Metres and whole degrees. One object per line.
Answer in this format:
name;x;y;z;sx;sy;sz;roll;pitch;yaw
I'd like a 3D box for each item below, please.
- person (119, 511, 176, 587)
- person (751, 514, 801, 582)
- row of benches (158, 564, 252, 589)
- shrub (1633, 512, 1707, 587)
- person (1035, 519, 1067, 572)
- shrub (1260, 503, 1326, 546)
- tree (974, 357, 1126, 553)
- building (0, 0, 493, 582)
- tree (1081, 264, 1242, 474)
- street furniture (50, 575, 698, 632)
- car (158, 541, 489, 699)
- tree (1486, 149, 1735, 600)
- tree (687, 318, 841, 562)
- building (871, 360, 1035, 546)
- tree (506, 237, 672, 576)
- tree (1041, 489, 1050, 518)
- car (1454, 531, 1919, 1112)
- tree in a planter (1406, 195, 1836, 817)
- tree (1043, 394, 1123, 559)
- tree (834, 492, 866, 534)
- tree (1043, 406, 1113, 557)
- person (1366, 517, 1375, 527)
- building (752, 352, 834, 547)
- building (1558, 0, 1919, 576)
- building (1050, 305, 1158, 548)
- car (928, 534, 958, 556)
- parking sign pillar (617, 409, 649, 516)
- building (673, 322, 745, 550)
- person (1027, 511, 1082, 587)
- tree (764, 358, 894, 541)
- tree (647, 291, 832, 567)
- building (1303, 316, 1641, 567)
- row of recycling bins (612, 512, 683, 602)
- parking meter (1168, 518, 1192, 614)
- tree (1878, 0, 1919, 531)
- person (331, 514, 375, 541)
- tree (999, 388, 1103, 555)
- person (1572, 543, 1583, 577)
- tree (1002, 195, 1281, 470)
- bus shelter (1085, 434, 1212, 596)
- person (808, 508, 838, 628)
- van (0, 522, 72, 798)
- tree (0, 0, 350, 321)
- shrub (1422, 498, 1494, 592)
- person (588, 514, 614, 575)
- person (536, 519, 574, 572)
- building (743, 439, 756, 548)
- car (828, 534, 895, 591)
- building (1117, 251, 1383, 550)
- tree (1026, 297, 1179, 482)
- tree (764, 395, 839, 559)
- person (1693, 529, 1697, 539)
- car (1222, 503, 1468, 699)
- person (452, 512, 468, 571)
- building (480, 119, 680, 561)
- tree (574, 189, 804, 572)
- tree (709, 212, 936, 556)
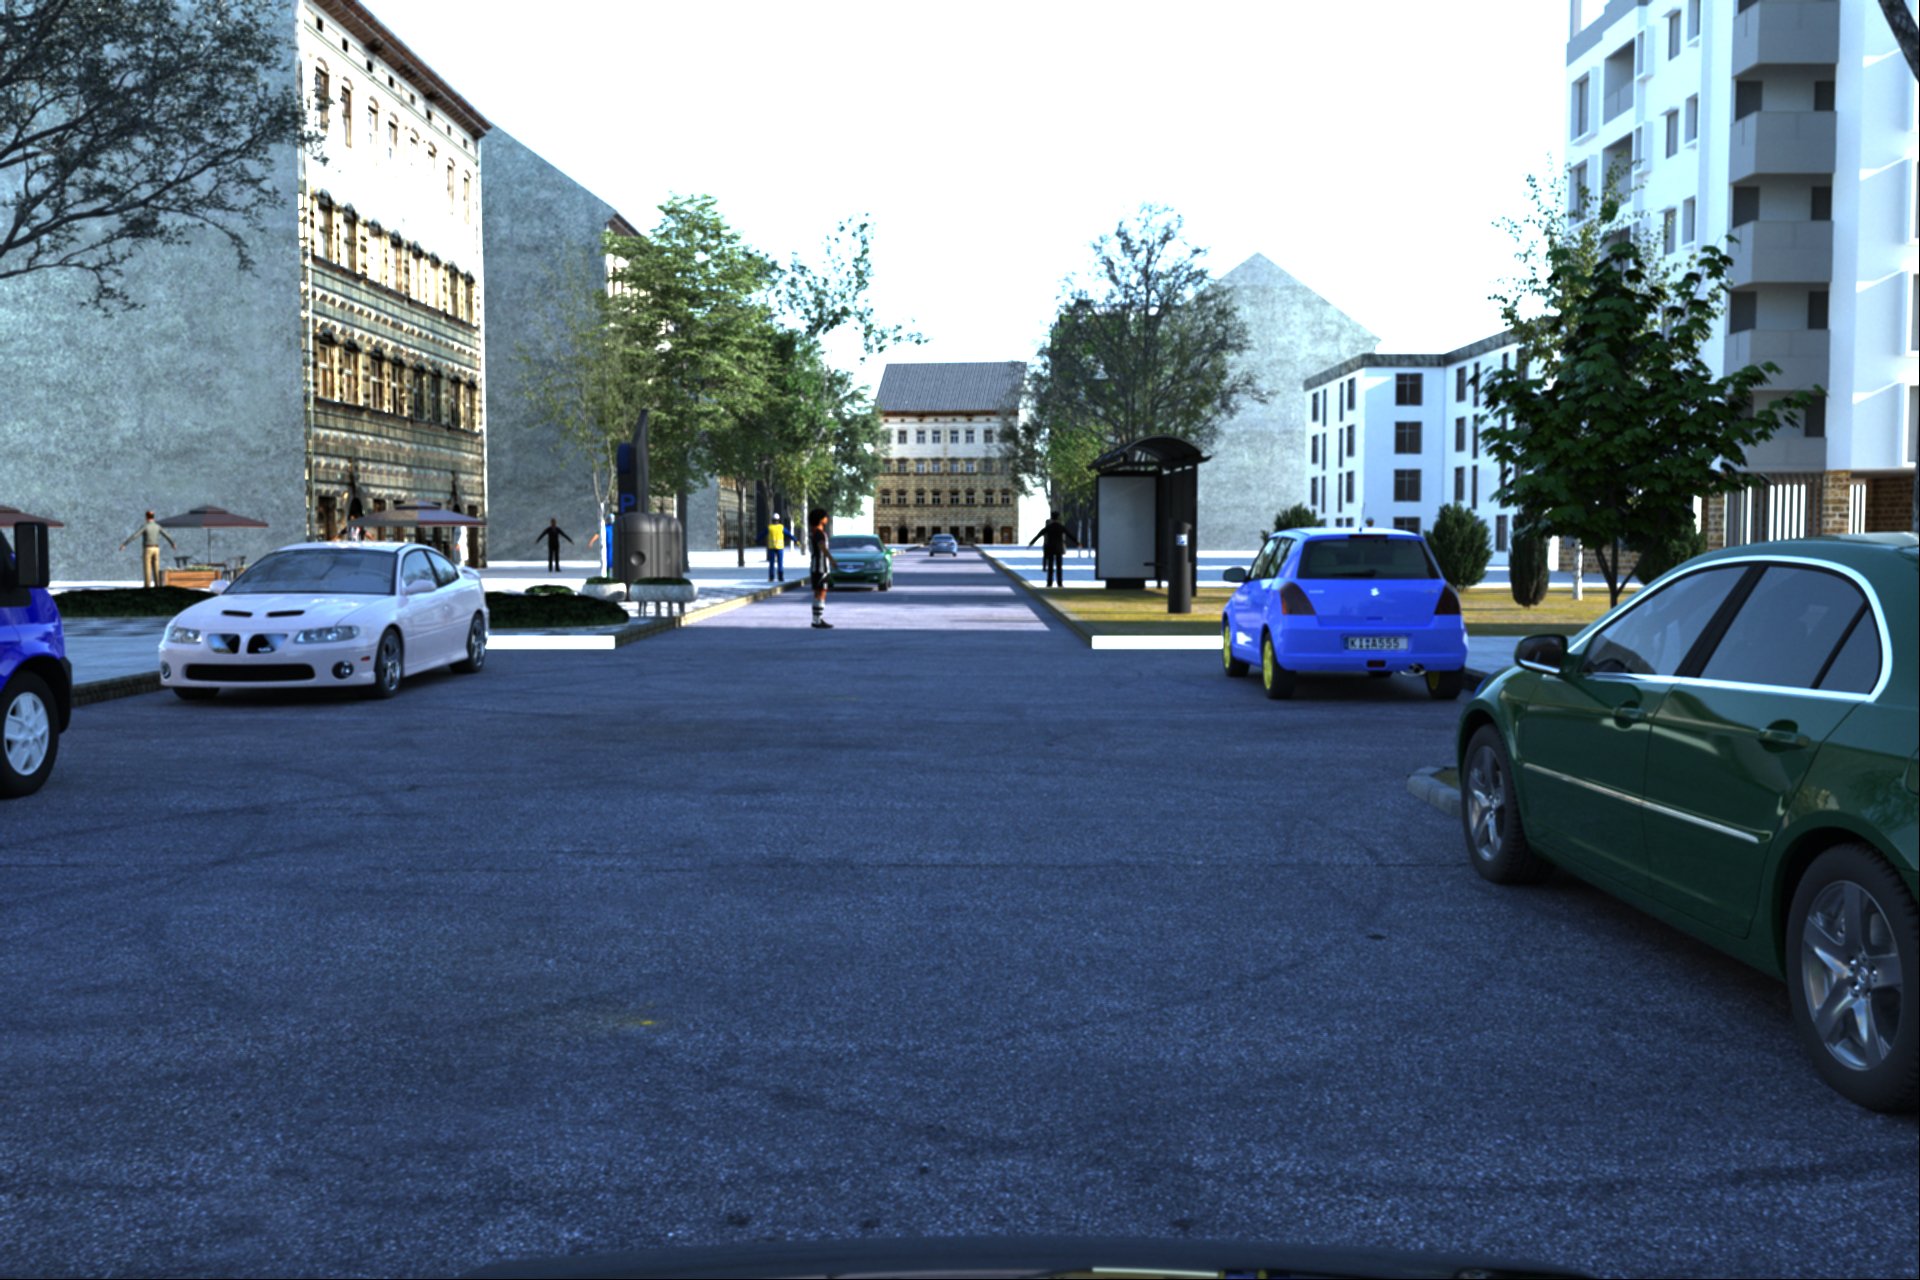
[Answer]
person;-18.180;-1.994;38.872;0.705;1.796;1.348;2;4;33
person;-4.981;-2.501;46.863;1.349;1.833;0.705;0;4;-5
row of benches;-14.467;-1.268;36.195;4.104;0.672;1.422;-3;4;-36
shrub;15.593;-2.057;38.052;1.690;2.028;1.600;0;3;0
person;3.028;-3.253;59.313;1.348;1.813;0.705;2;4;34
shrub;8.073;-2.291;41.503;1.661;2.075;1.752;0;3;0
tree;6.315;-12.774;119.219;12.009;13.543;11.850;0;3;0
building;-26.845;-13.701;54.940;19.493;23.208;18.063;0;4;-1
tree;5.997;-5.911;47.011;4.360;8.622;3.978;0;3;0
street furniture;-8.895;-0.667;26.538;10.072;0.657;5.734;2;4;27
car;-5.880;-0.256;16.540;2.083;1.381;4.827;0;4;0
tree;12.243;-5.083;33.476;4.737;8.622;4.395;0;3;0
tree;-9.031;-9.511;81.253;9.928;11.665;9.643;0;3;0
building;-0.468;-23.610;219.406;18.063;23.208;19.493;1;4;8
tree;-8.885;-5.688;43.361;4.360;8.622;3.978;0;3;0
tree;12.607;-16.127;214.040;4.360;8.622;3.978;0;3;0
car;3.104;0.370;5.742;2.131;1.459;4.920;0;4;-1
tree in a planter;3.488;-0.732;9.193;1.991;3.239;1.994;0;4;-1
tree;6.600;-8.536;89.932;4.737;8.622;4.395;0;3;0
tree;-13.016;-16.067;213.063;4.360;8.622;3.978;0;3;0
tree;6.651;-8.944;96.603;4.737;8.622;4.395;0;3;0
person;11.949;-2.675;50.194;1.216;1.772;0.721;-3;5;-42
building;-28.938;-21.313;192.447;27.936;21.610;32.646;0;4;-1
building;25.468;-12.267;56.988;16.016;20.090;11.380;0;3;0
building;22.666;-19.999;170.960;27.936;21.610;32.646;0;4;0
car;-1.090;-6.123;112.116;2.014;1.417;4.499;0;4;0
parking sign pillar;-6.931;-2.954;36.775;1.447;3.967;1.447;0;4;1
building;-28.259;-19.155;144.114;19.493;23.208;18.063;0;4;-1
person;2.303;-2.209;42.056;1.347;1.837;0.705;0;4;0
tree;-9.398;-13.264;123.524;9.857;13.997;8.962;0;3;0
tree;-8.805;-8.147;67.614;8.767;10.594;7.601;2;4;29
building;23.226;-8.473;80.687;9.099;9.664;28.070;0;4;0
row of recycling bins;-6.099;-1.655;34.165;1.069;1.692;3.534;0;4;1
parking meter;3.557;-1.200;28.035;0.372;1.533;0.369;0;3;0
tree;8.125;-9.847;16.888;12.611;20.169;13.585;0;3;0
person;-16.282;-2.468;46.489;1.345;1.843;0.704;0;4;-7
tree;6.096;-10.515;106.325;7.601;10.594;8.767;1;4;17
person;18.409;-2.800;51.560;0.705;1.856;1.354;2;4;24
tree;6.401;-9.315;62.669;12.009;13.543;11.850;0;3;0
bus shelter;4.024;-2.693;37.950;2.014;3.302;5.546;0;4;-2
person;-2.119;-1.091;26.437;0.704;1.843;1.345;-1;4;-17
van;-6.008;-0.202;7.684;2.240;2.365;5.245;0;4;0
tree;-12.265;-6.676;19.516;12.009;13.543;11.850;0;3;0
shrub;10.960;-2.105;38.453;1.661;2.075;1.752;0;3;0
person;-9.199;-2.421;45.713;1.347;1.817;0.704;-2;4;-33
person;-13.846;-3.233;59.080;1.346;1.802;0.704;-2;4;-32
building;-29.503;-20.277;162.465;19.493;23.208;18.063;0;4;0
car;-2.726;-2.032;45.026;2.131;1.459;4.920;0;4;0
building;23.154;-19.139;143.846;19.493;23.208;18.063;0;4;0
tree;6.778;-9.169;75.665;9.928;11.665;9.643;0;3;0
tree;-8.400;-8.463;88.726;4.737;8.622;4.395;0;3;0
person;17.480;-2.168;41.632;0.705;1.806;1.347;0;4;6
car;3.504;-0.412;16.326;1.945;1.707;3.694;0;4;0
person;-11.942;-2.144;41.239;0.705;1.806;1.347;-1;4;-20
building;-25.707;-15.854;90.140;19.493;23.208;18.063;0;4;0
tree;-9.005;-8.514;57.331;7.486;12.596;7.792;0;3;0
tree;-7.808;-14.994;101.045;12.611;20.169;13.585;0;3;0
